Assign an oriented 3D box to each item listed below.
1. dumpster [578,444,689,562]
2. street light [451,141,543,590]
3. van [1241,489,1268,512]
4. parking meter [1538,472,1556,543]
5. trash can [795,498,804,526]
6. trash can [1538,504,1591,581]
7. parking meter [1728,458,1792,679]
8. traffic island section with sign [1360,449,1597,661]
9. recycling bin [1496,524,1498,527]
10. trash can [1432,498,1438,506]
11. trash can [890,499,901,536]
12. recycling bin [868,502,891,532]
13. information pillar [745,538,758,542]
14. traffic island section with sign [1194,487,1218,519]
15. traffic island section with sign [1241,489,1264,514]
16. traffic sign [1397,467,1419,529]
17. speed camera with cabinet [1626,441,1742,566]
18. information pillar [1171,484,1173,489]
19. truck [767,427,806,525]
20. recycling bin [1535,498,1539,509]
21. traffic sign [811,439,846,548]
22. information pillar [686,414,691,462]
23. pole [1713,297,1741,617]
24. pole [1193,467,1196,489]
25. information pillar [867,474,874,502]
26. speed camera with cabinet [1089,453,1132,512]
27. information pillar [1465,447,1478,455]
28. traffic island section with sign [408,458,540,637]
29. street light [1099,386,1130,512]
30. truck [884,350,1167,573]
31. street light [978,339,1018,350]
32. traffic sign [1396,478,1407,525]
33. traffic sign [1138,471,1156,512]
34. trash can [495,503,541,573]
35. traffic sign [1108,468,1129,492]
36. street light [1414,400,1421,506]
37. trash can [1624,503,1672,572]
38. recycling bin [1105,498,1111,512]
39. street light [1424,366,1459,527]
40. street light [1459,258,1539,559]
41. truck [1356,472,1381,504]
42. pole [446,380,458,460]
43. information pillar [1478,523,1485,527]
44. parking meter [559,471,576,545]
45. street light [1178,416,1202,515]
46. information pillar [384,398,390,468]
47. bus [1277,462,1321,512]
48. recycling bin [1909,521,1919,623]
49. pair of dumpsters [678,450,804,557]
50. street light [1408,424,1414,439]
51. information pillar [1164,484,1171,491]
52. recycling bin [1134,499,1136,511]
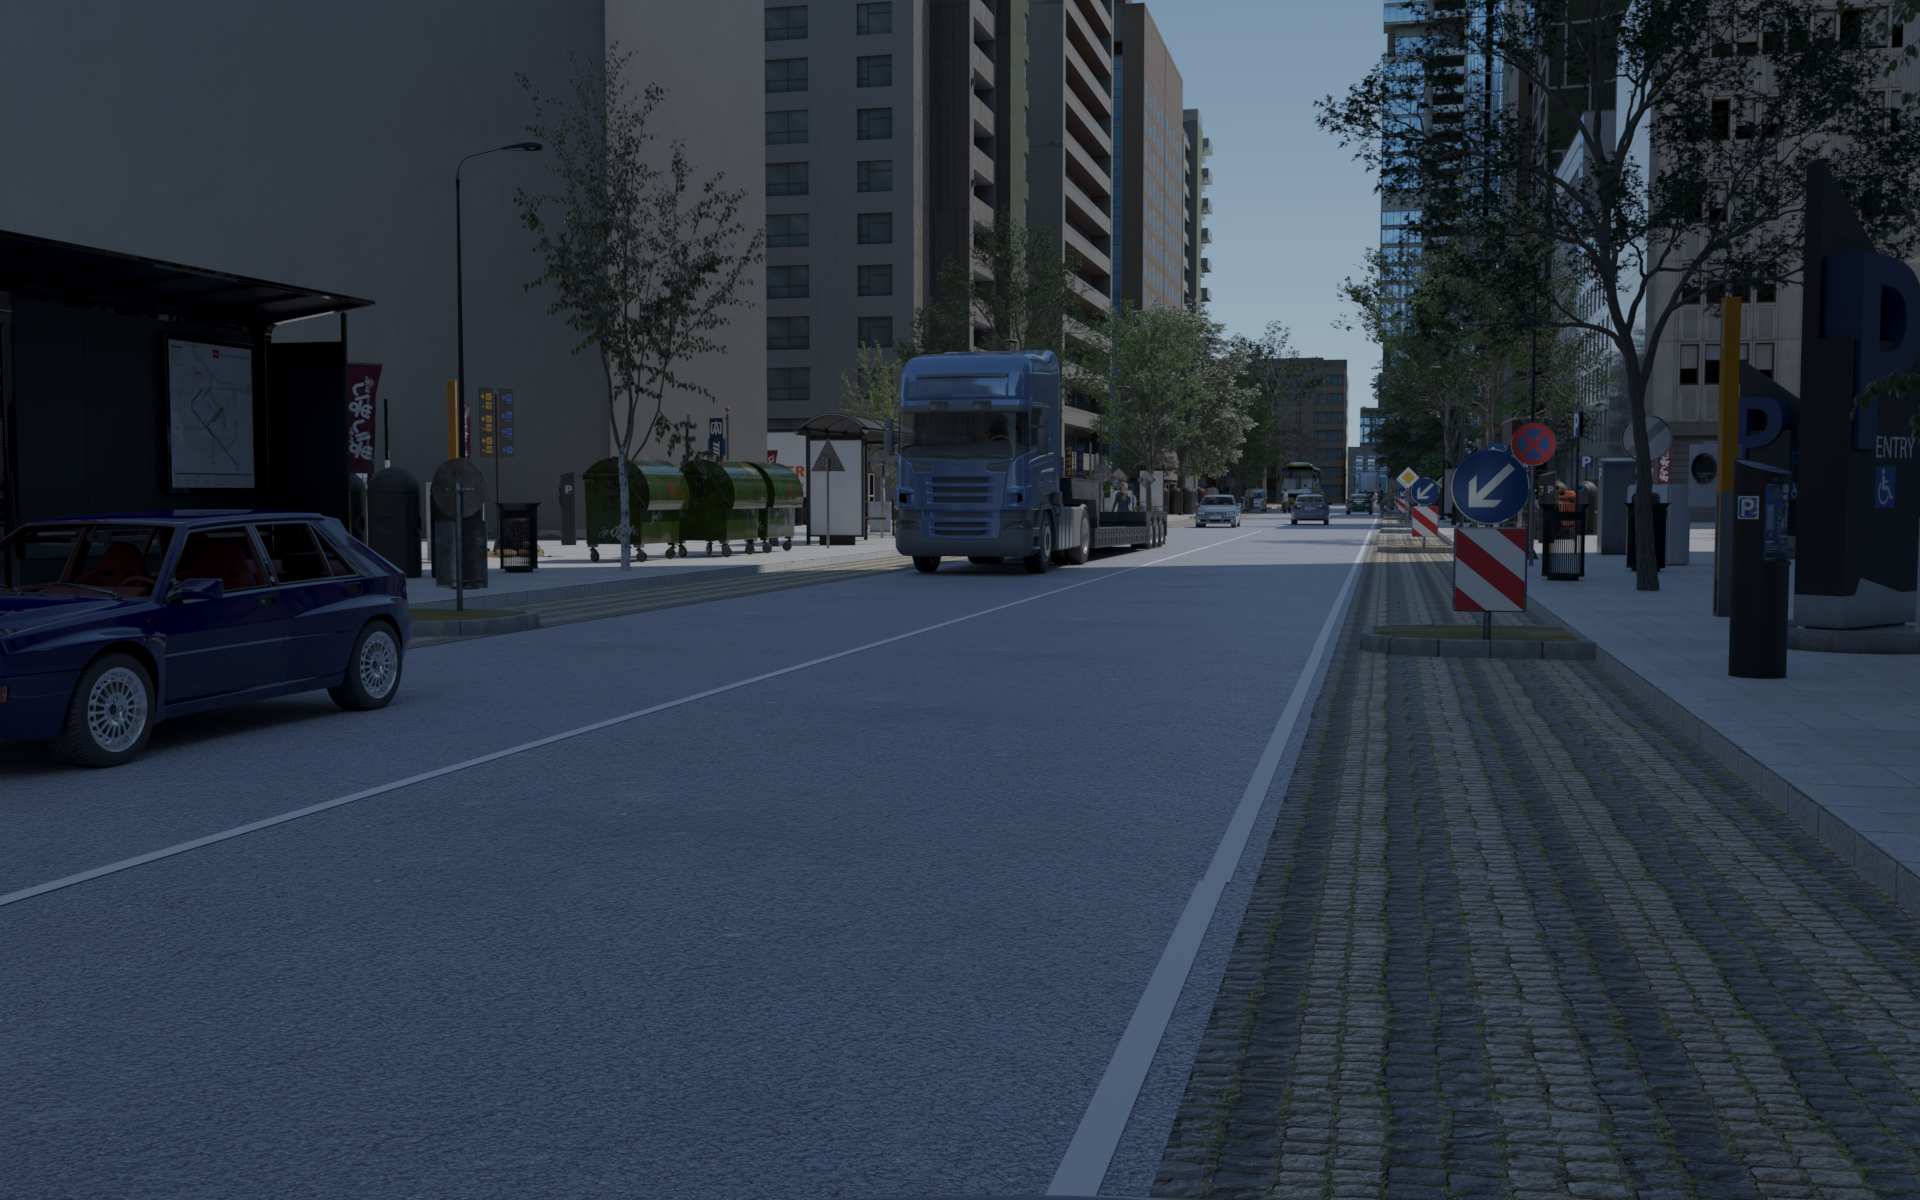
[{"bbox_3d":[-6.271,-1.884,33.291,1.502,2.255,1.985,1,4,14],"label":"dumpster"},{"bbox_3d":[-6.159,-3.090,23.058,1.470,5.913,1.316,1,4,14],"label":"street light"},{"bbox_3d":[22.769,-7.752,133.763,2.013,2.044,4.112,1,4,14],"label":"van"},{"bbox_3d":[15.267,-2.407,45.066,0.399,1.863,0.255,-1,4,-16],"label":"parking meter"},{"bbox_3d":[-6.615,-3.553,69.750,0.748,1.137,0.748,0,3,0],"label":"trash can"},{"bbox_3d":[8.968,-0.861,25.732,0.748,1.137,0.748,0,3,0],"label":"trash can"},{"bbox_3d":[5.613,-0.229,12.149,0.372,1.533,0.369,0,3,0],"label":"parking meter"},{"bbox_3d":[4.718,-0.447,15.944,1.989,1.847,2.006,1,4,14],"label":"traffic island section with sign"},{"bbox_3d":[15.925,-2.377,51.416,0.722,1.027,0.722,2,4,35],"label":"recycling bin"},{"bbox_3d":[37.721,-7.674,137.122,0.748,1.137,0.748,0,3,0],"label":"trash can"},{"bbox_3d":[-1.695,-2.395,50.818,0.748,1.137,0.748,0,3,0],"label":"trash can"},{"bbox_3d":[-2.706,-2.798,58.308,0.722,1.027,0.722,0,4,-8],"label":"recycling bin"},{"bbox_3d":[-5.633,-2.577,46.633,0.304,2.012,0.304,1,4,9],"label":"information pillar"},{"bbox_3d":[14.599,-5.580,99.861,1.989,1.847,2.006,1,4,14],"label":"traffic island section with sign"},{"bbox_3d":[21.290,-7.241,127.014,1.989,1.847,2.006,1,4,14],"label":"traffic island section with sign"},{"bbox_3d":[16.570,-3.695,64.057,0.795,2.450,0.064,1,4,14],"label":"traffic sign"},{"bbox_3d":[12.886,-2.235,30.883,0.660,3.252,2.038,-2,4,-26],"label":"speed camera with cabinet"},{"bbox_3d":[15.729,-7.650,129.574,0.304,2.012,0.304,3,5,43],"label":"information pillar"},{"bbox_3d":[-9.937,-5.264,74.972,11.283,4.237,2.839,1,4,16],"label":"truck"},{"bbox_3d":[25.950,-3.997,77.900,0.722,1.027,0.722,0,4,3],"label":"recycling bin"},{"bbox_3d":[-3.108,-2.493,40.761,0.884,2.594,0.081,1,4,21],"label":"traffic sign"},{"bbox_3d":[-7.894,-3.608,50.348,0.183,3.616,0.504,0,4,-3],"label":"information pillar"},{"bbox_3d":[7.995,-1.481,18.050,0.158,3.312,0.155,0,3,0],"label":"pole"},{"bbox_3d":[16.354,-7.761,120.735,0.158,3.312,0.155,0,3,0],"label":"pole"},{"bbox_3d":[-3.298,-3.546,62.469,0.304,2.012,0.304,3,4,38],"label":"information pillar"},{"bbox_3d":[7.331,-5.505,84.350,2.038,3.252,0.660,0,4,-2],"label":"speed camera with cabinet"},{"bbox_3d":[25.396,-5.776,85.784,0.504,3.616,0.183,2,4,26],"label":"information pillar"},{"bbox_3d":[-5.558,-0.588,18.239,1.989,1.847,2.006,1,4,14],"label":"traffic island section with sign"},{"bbox_3d":[6.610,-6.253,74.774,1.470,5.913,1.316,1,4,14],"label":"street light"},{"bbox_3d":[2.148,-2.969,38.310,2.967,4.110,18.799,1,4,14],"label":"truck"},{"bbox_3d":[1.054,-4.874,52.234,1.470,5.913,1.316,1,4,14],"label":"street light"},{"bbox_3d":[18.483,-4.169,71.810,0.795,2.450,0.064,1,4,14],"label":"traffic sign"},{"bbox_3d":[8.007,-4.328,74.407,0.795,2.450,0.064,1,4,14],"label":"traffic sign"},{"bbox_3d":[-7.235,-1.024,28.388,0.748,1.137,0.748,0,3,0],"label":"trash can"},{"bbox_3d":[6.093,-3.854,66.653,0.795,2.450,0.064,1,4,14],"label":"traffic sign"},{"bbox_3d":[23.181,-6.884,85.086,1.470,5.913,1.316,1,4,14],"label":"street light"},{"bbox_3d":[11.370,-1.041,28.682,0.748,1.137,0.748,0,3,0],"label":"trash can"},{"bbox_3d":[10.338,-6.454,118.074,0.722,1.027,0.722,3,5,44],"label":"recycling bin"},{"bbox_3d":[17.738,-5.533,63.012,1.470,5.913,1.316,1,4,14],"label":"street light"},{"bbox_3d":[10.714,-3.766,34.113,1.470,5.913,1.316,1,4,14],"label":"street light"},{"bbox_3d":[48.482,-13.204,205.636,2.967,4.110,18.799,1,4,13],"label":"truck"},{"bbox_3d":[-9.101,-2.279,31.103,0.158,3.312,0.155,0,3,0],"label":"pole"},{"bbox_3d":[13.989,-2.542,46.046,0.304,2.012,0.304,-3,4,-39],"label":"information pillar"},{"bbox_3d":[-9.817,-2.300,43.312,0.399,1.863,0.255,-1,4,-21],"label":"parking meter"},{"bbox_3d":[13.798,-8.029,103.820,1.470,5.913,1.316,1,4,14],"label":"street light"},{"bbox_3d":[-14.080,-3.134,42.590,0.183,3.616,0.504,-1,4,-16],"label":"information pillar"},{"bbox_3d":[27.151,-8.950,137.873,2.896,3.916,12.252,1,4,14],"label":"bus"},{"bbox_3d":[9.302,-0.255,16.725,0.722,1.027,0.722,-1,4,-18],"label":"recycling bin"},{"bbox_3d":[-4.758,-2.110,36.987,1.574,2.255,4.437,1,4,14],"label":"pair of dumpsters"},{"bbox_3d":[30.554,-8.682,114.487,1.470,5.913,1.316,1,4,14],"label":"street light"},{"bbox_3d":[14.742,-7.311,124.020,0.304,2.012,0.304,-2,4,-32],"label":"information pillar"},{"bbox_3d":[10.289,-5.713,105.964,0.722,1.027,0.722,-3,4,-36],"label":"recycling bin"}]
